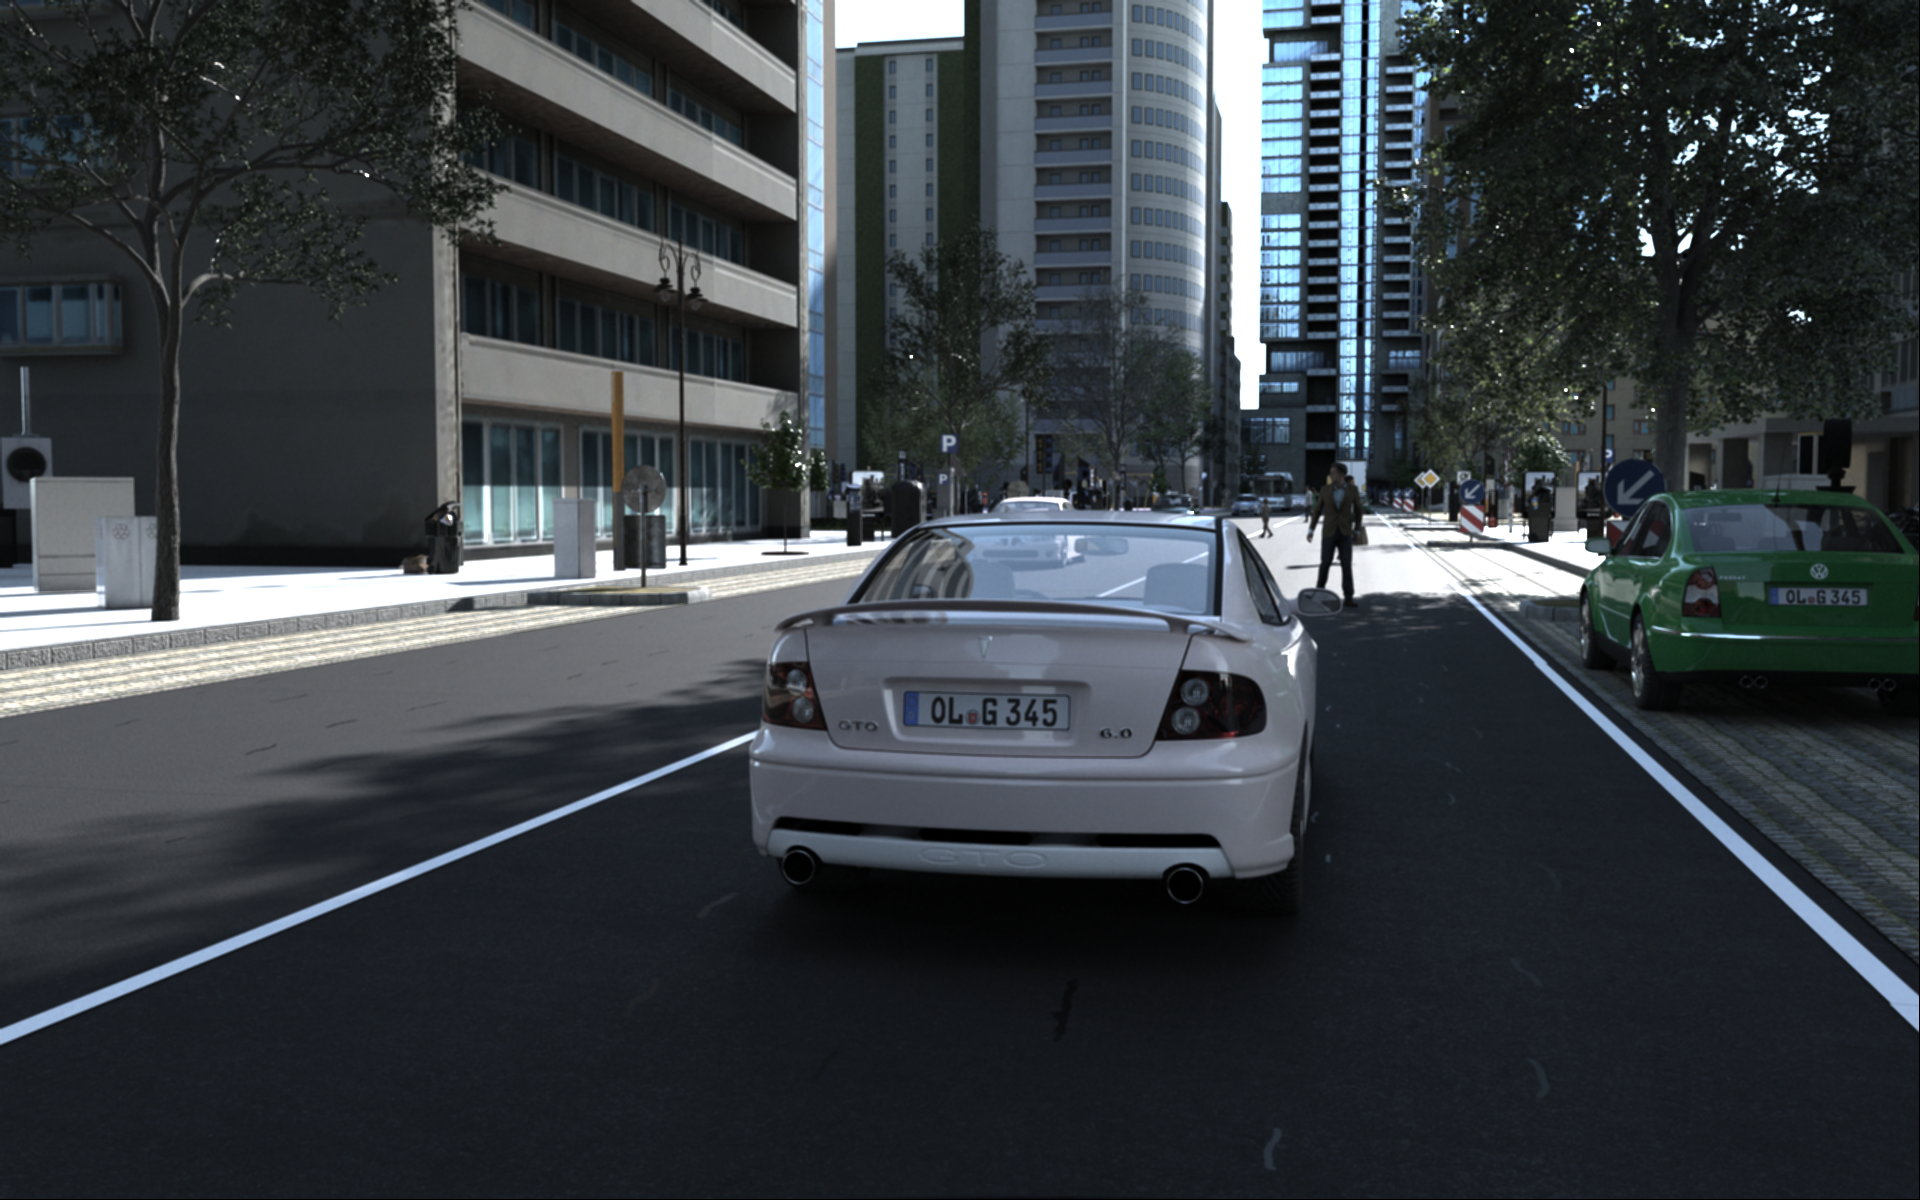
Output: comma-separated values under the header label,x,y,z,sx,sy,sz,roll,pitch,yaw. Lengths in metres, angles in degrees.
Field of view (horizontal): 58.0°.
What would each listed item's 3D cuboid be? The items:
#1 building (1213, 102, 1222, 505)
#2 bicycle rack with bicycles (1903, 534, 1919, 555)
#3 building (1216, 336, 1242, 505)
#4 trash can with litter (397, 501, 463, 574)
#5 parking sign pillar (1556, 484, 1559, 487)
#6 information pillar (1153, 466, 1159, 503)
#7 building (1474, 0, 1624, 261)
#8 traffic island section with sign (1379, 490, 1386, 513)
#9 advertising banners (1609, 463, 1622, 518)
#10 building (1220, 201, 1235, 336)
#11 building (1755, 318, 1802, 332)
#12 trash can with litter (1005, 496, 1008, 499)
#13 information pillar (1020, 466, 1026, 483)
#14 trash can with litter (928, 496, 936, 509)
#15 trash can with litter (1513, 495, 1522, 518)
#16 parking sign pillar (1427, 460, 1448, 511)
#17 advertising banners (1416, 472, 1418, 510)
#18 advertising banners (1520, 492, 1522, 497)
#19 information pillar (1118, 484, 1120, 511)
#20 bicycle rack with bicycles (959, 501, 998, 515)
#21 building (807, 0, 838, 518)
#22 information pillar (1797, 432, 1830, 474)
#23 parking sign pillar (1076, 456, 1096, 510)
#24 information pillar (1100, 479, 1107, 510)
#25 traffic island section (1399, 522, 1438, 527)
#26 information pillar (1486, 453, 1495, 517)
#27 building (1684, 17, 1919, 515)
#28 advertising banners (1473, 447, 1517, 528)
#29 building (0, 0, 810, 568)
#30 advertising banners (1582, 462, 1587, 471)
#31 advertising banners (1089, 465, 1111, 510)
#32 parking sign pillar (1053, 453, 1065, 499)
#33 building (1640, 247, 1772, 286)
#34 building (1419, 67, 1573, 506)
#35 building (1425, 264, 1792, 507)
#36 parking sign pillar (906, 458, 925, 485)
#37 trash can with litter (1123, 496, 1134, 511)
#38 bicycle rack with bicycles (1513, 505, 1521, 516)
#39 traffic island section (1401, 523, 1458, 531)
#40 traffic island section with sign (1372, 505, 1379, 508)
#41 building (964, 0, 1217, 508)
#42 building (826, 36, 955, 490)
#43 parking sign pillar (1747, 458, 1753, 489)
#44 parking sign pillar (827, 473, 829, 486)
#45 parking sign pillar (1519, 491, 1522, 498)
label,x,y,z,sx,sy,sz,roll,pitch,yaw
building,21.117,-33.024,190.058,14.600,45.320,14.200,1,4,13
bicycle rack with bicycles,15.053,-0.934,28.651,2.852,0.926,2.925,-1,4,-14
building,19.579,-22.698,216.147,28.899,21.520,27.650,1,4,13
trash can with litter,-8.547,-1.009,27.879,1.055,1.170,0.624,1,4,11
parking sign pillar,33.268,-6.710,98.185,1.447,3.967,1.447,-3,4,-39
information pillar,15.950,-9.145,140.871,0.504,3.616,0.183,0,4,-4
building,65.054,-54.375,201.701,22.319,86.520,31.000,1,4,13
traffic island section with sign,32.262,-7.318,128.277,1.989,1.847,2.006,1,4,13
advertising banners,35.349,-5.929,93.128,2.074,3.025,0.090,-3,5,-40
building,31.274,-34.335,244.968,14.086,41.232,14.154,1,4,13
building,108.091,-21.423,195.307,28.899,21.520,27.650,1,4,13
trash can with litter,4.334,-8.666,153.075,1.055,1.170,0.624,-3,5,-41
information pillar,5.176,-9.184,141.517,0.504,3.616,0.183,0,4,-3
trash can with litter,-1.168,-4.967,92.600,0.624,1.170,1.055,2,4,35
trash can with litter,30.166,-4.955,92.073,2.233,1.210,1.678,1,4,18
parking sign pillar,35.494,-8.573,128.636,1.447,3.967,1.447,0,4,-1
advertising banners,35.828,-8.545,135.901,0.090,3.025,2.074,1,4,19
advertising banners,37.260,-7.345,116.276,2.074,3.025,0.090,-2,4,-27
information pillar,9.824,-6.331,108.001,0.304,2.012,0.304,0,4,-4
bicycle rack with bicycles,1.115,-4.812,92.055,2.852,0.926,2.925,0,4,-4
building,-13.644,-25.507,67.148,14.200,45.320,14.600,1,4,13
information pillar,10.265,-0.997,20.792,0.304,2.012,0.304,-1,4,-14
parking sign pillar,9.049,-8.276,123.789,1.447,3.967,1.447,1,4,17
information pillar,7.175,-5.021,86.587,0.304,2.012,0.304,-1,4,-13
traffic island section,20.435,-3.317,76.512,2.009,0.180,2.903,1,4,13
information pillar,29.778,-6.483,97.357,0.504,3.616,0.183,0,4,1
building,35.219,-21.294,40.035,32.217,40.220,23.993,1,4,13
advertising banners,20.177,-4.244,65.576,0.090,3.025,2.074,-2,4,-27
building,-17.086,-25.531,41.141,21.300,48.544,21.600,1,4,13
advertising banners,33.531,-6.015,94.537,0.090,3.025,2.074,-2,4,-26
advertising banners,8.564,-6.717,106.011,2.074,3.025,0.090,-3,5,-45
parking sign pillar,6.482,-7.656,113.655,1.447,3.967,1.447,1,4,20
building,88.747,-26.618,206.905,14.107,30.474,14.160,1,4,13
building,55.932,-32.523,181.858,14.600,45.320,14.200,1,4,13
building,58.063,-19.266,160.039,27.650,21.520,28.899,1,4,13
parking sign pillar,-3.366,-8.762,131.737,1.447,3.967,1.447,1,4,22
trash can with litter,9.655,-5.239,97.046,1.055,1.170,0.624,3,5,41
bicycle rack with bicycles,31.745,-5.390,101.504,2.852,0.926,2.925,0,4,1
traffic island section,18.657,-2.841,68.727,2.009,0.180,2.903,1,4,13
traffic island section with sign,43.379,-10.290,176.868,1.989,1.847,2.006,1,4,13
building,13.262,-38.367,169.305,21.231,58.520,28.212,1,4,13
building,-8.650,-41.720,224.127,28.212,58.520,21.231,1,4,13
parking sign pillar,49.135,-7.340,108.476,1.447,3.967,1.447,0,4,1
parking sign pillar,-11.007,-9.083,136.972,1.447,3.967,1.447,-1,4,-14
parking sign pillar,46.832,-9.451,142.994,1.447,3.967,1.447,0,4,2
